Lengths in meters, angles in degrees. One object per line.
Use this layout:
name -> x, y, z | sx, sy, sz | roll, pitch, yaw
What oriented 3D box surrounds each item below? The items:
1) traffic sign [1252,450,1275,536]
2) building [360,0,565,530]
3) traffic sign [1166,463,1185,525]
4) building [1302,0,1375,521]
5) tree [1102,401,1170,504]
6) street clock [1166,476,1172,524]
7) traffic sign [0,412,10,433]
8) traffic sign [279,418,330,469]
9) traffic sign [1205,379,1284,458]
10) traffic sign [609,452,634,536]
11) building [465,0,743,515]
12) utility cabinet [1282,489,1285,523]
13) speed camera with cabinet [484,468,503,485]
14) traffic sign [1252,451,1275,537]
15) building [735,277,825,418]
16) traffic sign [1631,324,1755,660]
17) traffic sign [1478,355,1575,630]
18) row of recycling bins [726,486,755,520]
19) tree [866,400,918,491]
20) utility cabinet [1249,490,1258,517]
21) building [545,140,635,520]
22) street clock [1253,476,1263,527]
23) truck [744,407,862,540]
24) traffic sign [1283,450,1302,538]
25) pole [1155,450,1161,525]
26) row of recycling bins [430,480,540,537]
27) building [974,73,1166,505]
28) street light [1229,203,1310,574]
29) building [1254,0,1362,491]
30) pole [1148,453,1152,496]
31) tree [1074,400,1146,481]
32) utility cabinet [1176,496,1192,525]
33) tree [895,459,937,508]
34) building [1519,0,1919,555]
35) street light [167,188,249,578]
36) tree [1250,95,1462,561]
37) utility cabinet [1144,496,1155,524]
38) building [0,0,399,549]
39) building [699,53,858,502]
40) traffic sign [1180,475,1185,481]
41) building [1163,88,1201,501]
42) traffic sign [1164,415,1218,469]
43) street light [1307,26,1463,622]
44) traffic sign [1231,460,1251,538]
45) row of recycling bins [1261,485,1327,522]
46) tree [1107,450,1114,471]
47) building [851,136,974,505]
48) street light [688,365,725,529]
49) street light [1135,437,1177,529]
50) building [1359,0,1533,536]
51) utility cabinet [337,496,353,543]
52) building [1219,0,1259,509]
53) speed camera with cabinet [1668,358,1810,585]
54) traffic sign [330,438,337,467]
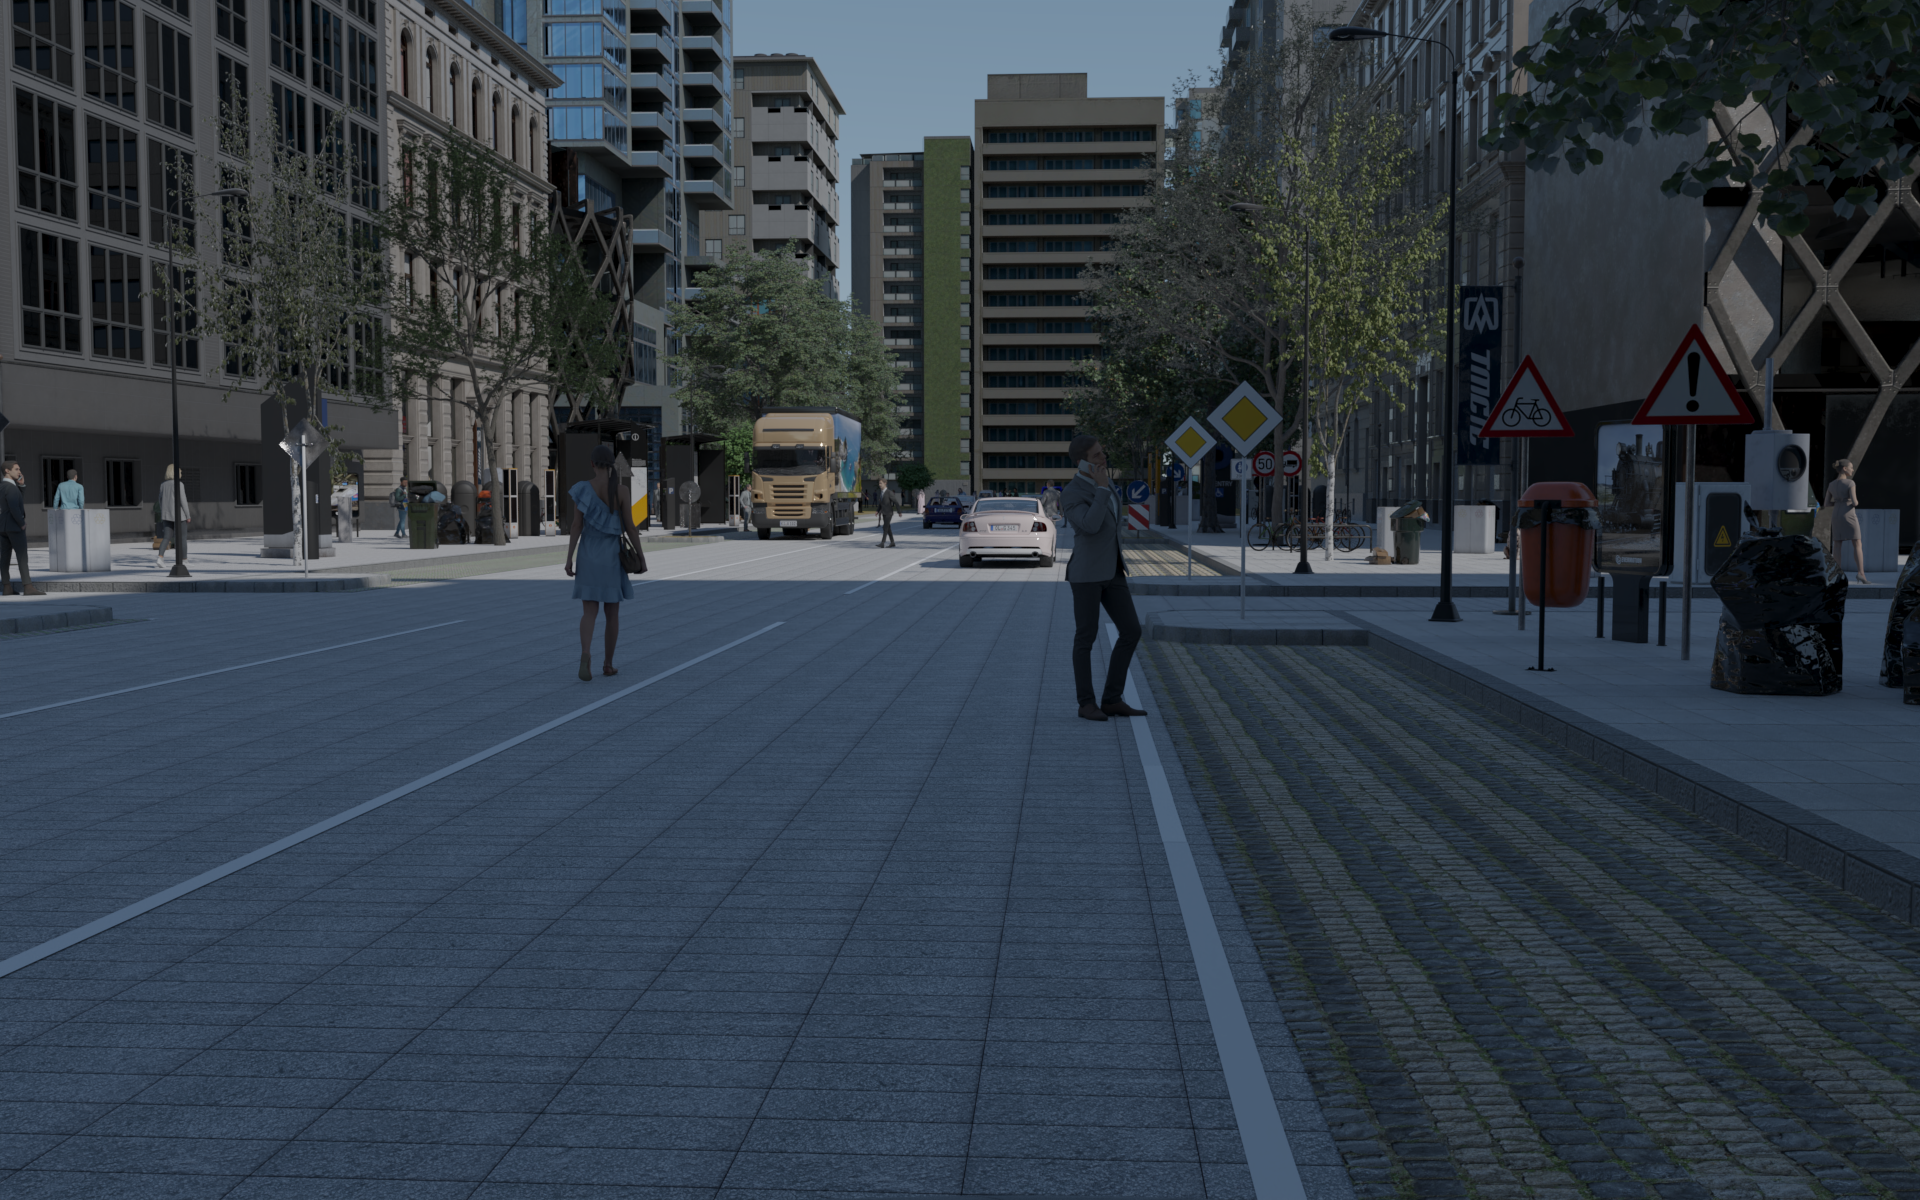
traffic sign -> 8.933, -3.149, 51.486 | 0.884, 2.594, 0.081 | 1, 4, 11
building -> -24.211, -14.757, 70.158 | 11.050, 23.489, 19.941 | 0, 4, 4
traffic sign -> 8.844, -4.344, 71.132 | 0.768, 2.556, 0.104 | 1, 4, 12
building -> 25.598, -18.361, 87.596 | 14.401, 28.519, 23.554 | 0, 4, 4
tree -> 13.447, -12.255, 134.777 | 7.601, 10.594, 8.767 | -2, 4, -33
street clock -> 8.423, -3.975, 69.567 | 0.358, 2.002, 0.471 | 0, 4, -7
traffic sign -> -10.549, -1.001, 18.552 | 0.795, 2.593, 0.064 | 0, 4, 4
traffic sign -> -10.038, -1.488, 26.521 | 0.795, 2.593, 0.064 | 0, 4, 4
traffic sign -> 2.916, -0.947, 17.671 | 0.795, 2.593, 0.064 | 0, 4, 4
traffic sign -> -10.388, -3.241, 52.998 | 0.884, 2.594, 0.081 | 1, 4, 10
building -> -26.837, -49.166, 116.532 | 22.319, 86.520, 31.000 | 0, 4, 4
utility cabinet -> 13.465, -3.910, 72.614 | 0.318, 1.500, 1.173 | 1, 4, 11
speed camera with cabinet -> -15.881, -4.056, 60.657 | 2.038, 3.252, 0.660 | 3, 5, 44
traffic sign -> 9.020, -3.130, 51.283 | 0.768, 2.556, 0.104 | 0, 4, 4
building -> -28.315, -19.056, 156.609 | 28.899, 21.520, 27.650 | 0, 4, 4
traffic sign -> 5.608, -0.814, 13.313 | 0.884, 2.594, 0.081 | 1, 4, 12
traffic sign -> 5.296, -0.994, 16.257 | 0.884, 2.594, 0.081 | 0, 4, 4
row of recycling bins -> -12.262, -5.288, 93.572 | 3.534, 1.692, 1.069 | 0, 4, 1
tree -> -5.515, -11.155, 132.738 | 4.360, 8.622, 3.978 | 0, 3, 0
utility cabinet -> 15.848, -5.233, 94.239 | 1.173, 1.500, 0.318 | 1, 4, 14
building -> -25.574, -13.538, 88.795 | 16.820, 18.784, 16.811 | 0, 4, 4
street clock -> 11.721, -3.869, 67.822 | 0.471, 2.002, 0.358 | 0, 4, 2
truck -> -5.050, -4.214, 57.815 | 2.839, 4.237, 11.283 | 0, 4, 2
traffic sign -> 9.609, -3.086, 50.568 | 0.768, 2.556, 0.104 | 0, 4, 5
pole -> 8.202, -4.763, 71.726 | 0.158, 3.312, 0.155 | 0, 3, 0
row of recycling bins -> -14.466, -2.760, 52.237 | 3.534, 1.692, 1.069 | -2, 4, -24
building -> 12.767, -35.449, 203.288 | 21.600, 48.544, 21.300 | 0, 4, 4
street light -> 5.000, -3.379, 27.791 | 1.470, 5.913, 1.316 | 0, 4, 4
building -> 31.379, -35.379, 120.442 | 21.231, 58.520, 28.212 | 0, 4, 4
pole -> 9.433, -5.641, 86.073 | 0.158, 3.312, 0.155 | 0, 3, 0
tree -> 15.282, -15.268, 175.386 | 9.928, 11.665, 9.643 | 0, 3, 0
utility cabinet -> 9.154, -3.742, 72.336 | 1.020, 1.237, 0.306 | 2, 4, 27
tree -> -4.038, -11.141, 165.865 | 4.285, 4.588, 4.351 | 0, 3, 0
building -> 24.103, -10.622, 41.126 | 16.811, 18.784, 16.820 | 0, 4, 4
street light -> -11.513, -3.302, 26.521 | 1.470, 5.913, 1.316 | 0, 4, 4
tree -> 7.313, -5.061, 33.111 | 4.737, 8.622, 4.395 | 0, 3, 0
utility cabinet -> 8.348, -3.857, 74.223 | 0.306, 1.237, 1.020 | -3, 4, -37
building -> -26.789, -15.536, 47.515 | 14.314, 27.812, 24.014 | 0, 4, 4
building -> -26.974, -37.919, 209.217 | 27.495, 52.752, 28.713 | 0, 4, 4
traffic sign -> 12.547, -6.066, 99.289 | 0.768, 2.556, 0.104 | 0, 4, 4
building -> 38.813, -35.665, 202.736 | 30.456, 49.044, 23.786 | 0, 4, 4
traffic sign -> 3.427, -1.434, 25.639 | 0.795, 2.593, 0.064 | 0, 4, 4
street light -> 4.367, -2.741, 17.360 | 1.470, 5.913, 1.316 | 0, 4, 4
traffic sign -> 8.199, -2.959, 50.506 | 0.606, 2.300, 0.079 | 1, 4, 11
row of recycling bins -> 15.342, -4.427, 79.487 | 3.534, 1.692, 1.069 | 3, 4, 38
tree -> 15.779, -13.283, 167.538 | 4.737, 8.622, 4.395 | 0, 3, 0
building -> -5.266, -31.653, 201.128 | 14.086, 41.232, 14.154 | 0, 4, 4
street light -> -9.176, -5.513, 62.673 | 1.470, 5.913, 1.316 | 0, 4, 4
street light -> 7.322, -5.590, 63.944 | 1.470, 5.913, 1.316 | 0, 4, 4
building -> 22.769, -16.263, 63.171 | 12.463, 27.353, 25.104 | 0, 4, 4
utility cabinet -> -16.313, -2.129, 45.971 | 0.306, 1.237, 1.020 | -1, 4, -15
building -> 34.188, -32.447, 150.115 | 23.786, 49.044, 30.456 | 0, 4, 4
speed camera with cabinet -> 11.204, -1.867, 24.867 | 2.038, 3.252, 0.660 | -1, 4, -21
traffic sign -> -13.509, -2.235, 36.651 | 0.768, 2.556, 0.104 | 1, 4, 13
